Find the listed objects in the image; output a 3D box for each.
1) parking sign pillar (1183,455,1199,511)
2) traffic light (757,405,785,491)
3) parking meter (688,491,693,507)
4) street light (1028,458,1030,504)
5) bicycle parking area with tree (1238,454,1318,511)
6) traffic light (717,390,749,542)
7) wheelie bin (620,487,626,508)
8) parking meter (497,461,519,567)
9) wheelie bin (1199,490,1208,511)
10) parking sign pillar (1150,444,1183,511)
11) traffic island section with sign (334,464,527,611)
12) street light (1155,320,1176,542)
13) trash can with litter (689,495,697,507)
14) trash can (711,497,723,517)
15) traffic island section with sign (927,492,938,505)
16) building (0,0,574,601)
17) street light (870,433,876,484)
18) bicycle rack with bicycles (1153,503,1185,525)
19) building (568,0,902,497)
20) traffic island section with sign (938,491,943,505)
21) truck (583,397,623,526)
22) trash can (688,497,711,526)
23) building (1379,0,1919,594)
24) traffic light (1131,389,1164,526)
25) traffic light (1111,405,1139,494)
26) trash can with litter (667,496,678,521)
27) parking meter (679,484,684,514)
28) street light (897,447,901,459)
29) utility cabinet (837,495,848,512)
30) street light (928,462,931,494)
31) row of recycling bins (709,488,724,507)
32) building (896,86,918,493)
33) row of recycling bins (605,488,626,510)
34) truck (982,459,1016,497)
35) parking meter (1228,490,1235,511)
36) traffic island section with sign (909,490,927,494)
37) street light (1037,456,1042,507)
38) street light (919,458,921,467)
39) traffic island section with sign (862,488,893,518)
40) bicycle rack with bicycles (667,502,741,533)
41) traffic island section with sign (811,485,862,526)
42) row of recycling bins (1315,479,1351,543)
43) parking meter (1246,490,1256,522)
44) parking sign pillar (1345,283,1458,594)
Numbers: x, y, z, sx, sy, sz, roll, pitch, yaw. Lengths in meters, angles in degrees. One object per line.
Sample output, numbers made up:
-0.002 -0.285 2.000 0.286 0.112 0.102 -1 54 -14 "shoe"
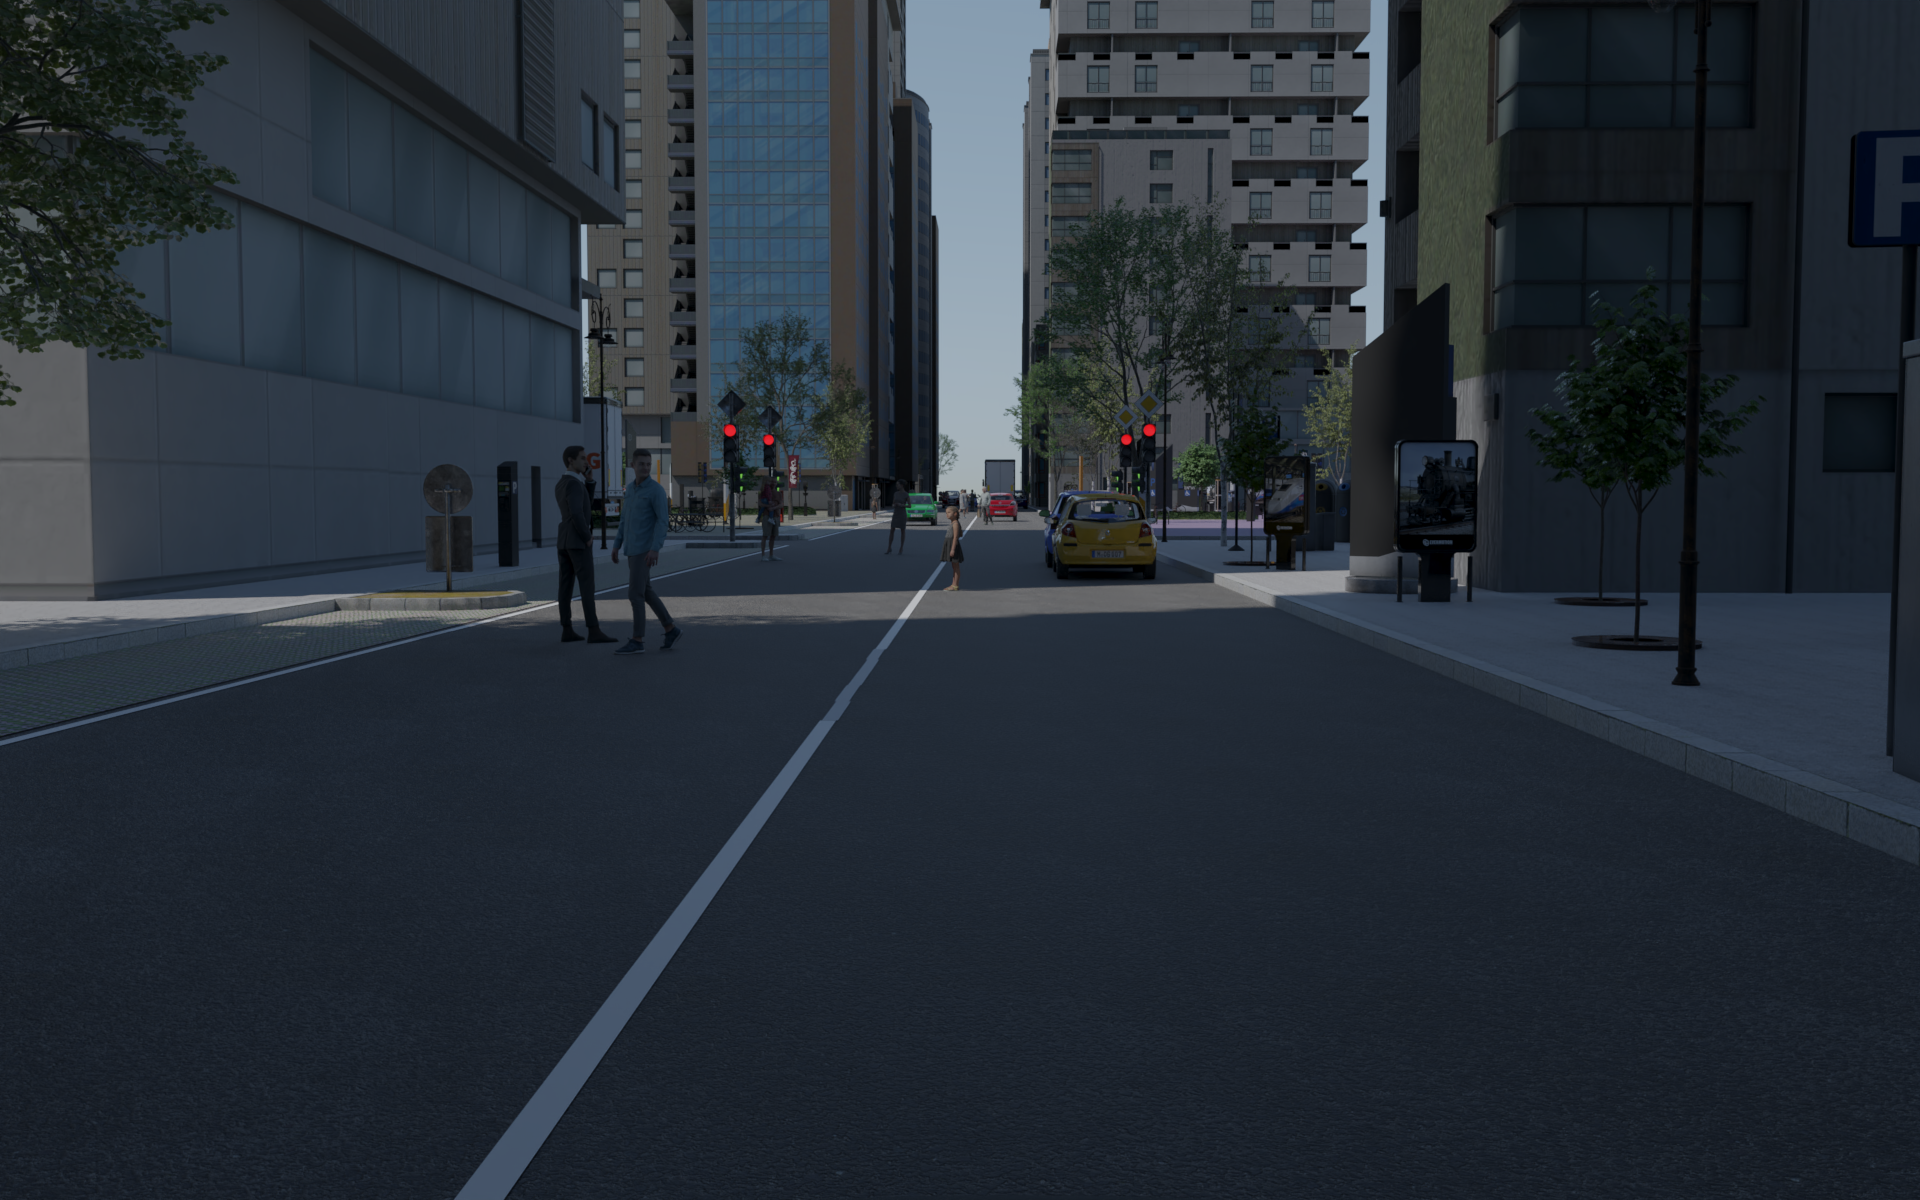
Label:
14.343 -7.362 108.840 1.447 3.967 1.447 1 4 22 "parking sign pillar"
-5.974 -4.019 54.637 0.839 4.253 0.868 0 4 1 "traffic light"
-19.275 -7.065 123.919 0.372 1.533 0.369 0 3 0 "parking meter"
8.865 -15.192 221.182 0.468 5.910 1.993 0 4 1 "street light"
23.232 -8.449 125.135 8.231 4.147 9.016 1 4 16 "bicycle parking area with tree"
-6.126 -3.531 46.653 0.839 4.253 0.868 0 4 1 "traffic light"
-14.203 -4.088 74.742 0.980 1.594 0.693 3 4 38 "wheelie bin"
-7.990 -1.523 30.614 0.255 1.863 0.399 0 4 7 "parking meter"
17.828 -7.285 127.013 0.980 1.594 0.693 -2 4 -32 "wheelie bin"
10.799 -6.386 92.876 1.447 3.967 1.447 -3 4 -39 "parking sign pillar"
-6.642 -0.822 22.061 1.989 1.847 2.006 0 4 1 "traffic island section with sign"
5.459 -4.483 46.085 0.468 5.910 1.993 0 4 1 "street light"
-17.838 -6.570 118.477 2.233 1.210 1.678 -1 4 -12 "trash can with litter"
-13.557 -5.124 95.434 0.748 1.137 0.748 0 3 0 "trash can"
-3.623 -10.530 180.786 1.989 1.847 2.006 0 4 1 "traffic island section with sign"
-22.323 -27.152 33.181 27.495 52.752 28.713 0 4 1 "building"
-6.641 -9.733 131.916 0.468 5.910 1.993 0 4 1 "street light"
7.646 -3.664 73.295 2.852 0.926 2.925 -1 4 -8 "bicycle rack with bicycles"
-20.608 -35.605 171.380 28.713 52.752 27.495 0 4 1 "building"
-2.569 -13.934 236.445 1.989 1.847 2.006 0 4 1 "traffic island section with sign"
-15.741 -3.793 50.931 11.283 4.237 2.839 0 4 -1 "truck"
-10.436 -3.491 68.739 0.748 1.137 0.748 0 3 0 "trash can"
14.194 -15.696 28.325 14.160 30.474 14.107 0 4 1 "building"
5.034 -3.519 46.458 0.839 4.253 0.868 0 4 1 "traffic light"
5.185 -4.007 54.441 0.839 4.253 0.868 0 4 1 "traffic light"
-13.670 -4.246 80.481 1.678 1.210 2.233 0 4 -7 "trash can with litter"
-16.244 -5.837 101.151 0.255 1.863 0.399 0 4 -7 "parking meter"
-5.866 -11.835 166.285 0.468 5.910 1.993 0 4 1 "street light"
-8.712 -7.099 127.234 1.020 1.237 0.306 -3 5 -41 "utility cabinet"
-4.384 -16.860 248.445 0.468 5.910 1.993 0 4 1 "street light"
-17.598 -7.245 125.570 1.069 1.692 3.534 0 4 -3 "row of recycling bins"
-11.885 -33.179 192.585 14.600 45.320 14.200 0 4 1 "building"
-25.529 -7.294 126.372 3.534 1.692 1.069 3 5 40 "row of recycling bins"
3.289 -9.537 144.850 2.839 4.237 11.283 0 4 1 "truck"
15.914 -5.696 101.548 0.372 1.533 0.369 0 3 0 "parking meter"
-4.158 -8.831 153.014 1.989 1.847 2.006 0 4 1 "traffic island section with sign"
7.921 -12.178 171.905 0.468 5.910 1.993 0 4 1 "street light"
-4.973 -14.789 214.592 0.468 5.910 1.993 0 4 1 "street light"
-5.069 -5.871 104.623 1.989 1.847 2.006 0 4 1 "traffic island section with sign"
-9.352 -2.749 58.326 2.925 0.926 2.852 -2 4 -33 "bicycle rack with bicycles"
-5.590 -4.219 77.612 1.989 1.847 2.006 0 4 1 "traffic island section with sign"
10.609 -2.350 45.537 1.069 1.692 3.534 -3 4 -37 "row of recycling bins"
13.627 -4.607 81.028 0.399 1.863 0.255 2 4 32 "parking meter"
5.818 -2.096 22.738 1.447 3.967 1.447 3 5 40 "parking sign pillar"
